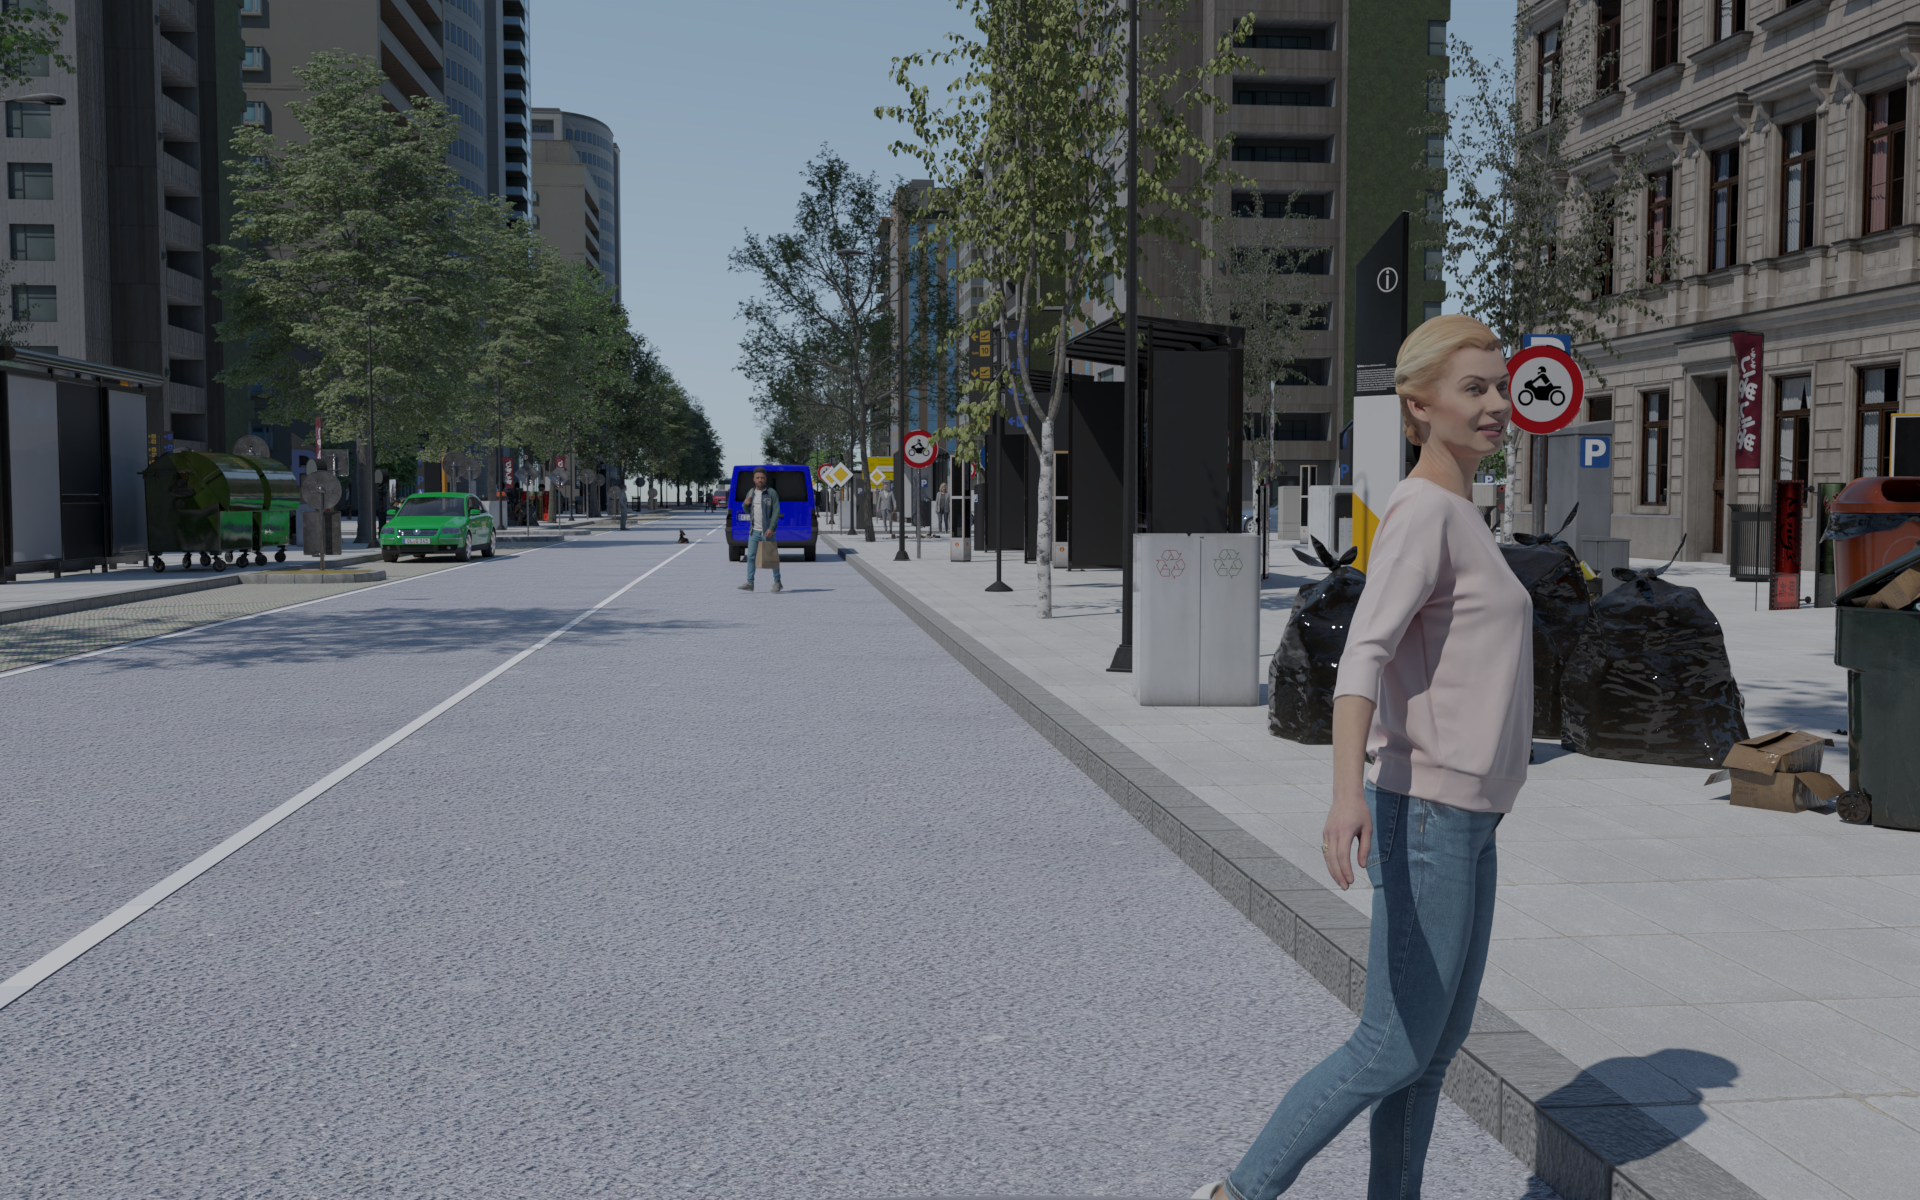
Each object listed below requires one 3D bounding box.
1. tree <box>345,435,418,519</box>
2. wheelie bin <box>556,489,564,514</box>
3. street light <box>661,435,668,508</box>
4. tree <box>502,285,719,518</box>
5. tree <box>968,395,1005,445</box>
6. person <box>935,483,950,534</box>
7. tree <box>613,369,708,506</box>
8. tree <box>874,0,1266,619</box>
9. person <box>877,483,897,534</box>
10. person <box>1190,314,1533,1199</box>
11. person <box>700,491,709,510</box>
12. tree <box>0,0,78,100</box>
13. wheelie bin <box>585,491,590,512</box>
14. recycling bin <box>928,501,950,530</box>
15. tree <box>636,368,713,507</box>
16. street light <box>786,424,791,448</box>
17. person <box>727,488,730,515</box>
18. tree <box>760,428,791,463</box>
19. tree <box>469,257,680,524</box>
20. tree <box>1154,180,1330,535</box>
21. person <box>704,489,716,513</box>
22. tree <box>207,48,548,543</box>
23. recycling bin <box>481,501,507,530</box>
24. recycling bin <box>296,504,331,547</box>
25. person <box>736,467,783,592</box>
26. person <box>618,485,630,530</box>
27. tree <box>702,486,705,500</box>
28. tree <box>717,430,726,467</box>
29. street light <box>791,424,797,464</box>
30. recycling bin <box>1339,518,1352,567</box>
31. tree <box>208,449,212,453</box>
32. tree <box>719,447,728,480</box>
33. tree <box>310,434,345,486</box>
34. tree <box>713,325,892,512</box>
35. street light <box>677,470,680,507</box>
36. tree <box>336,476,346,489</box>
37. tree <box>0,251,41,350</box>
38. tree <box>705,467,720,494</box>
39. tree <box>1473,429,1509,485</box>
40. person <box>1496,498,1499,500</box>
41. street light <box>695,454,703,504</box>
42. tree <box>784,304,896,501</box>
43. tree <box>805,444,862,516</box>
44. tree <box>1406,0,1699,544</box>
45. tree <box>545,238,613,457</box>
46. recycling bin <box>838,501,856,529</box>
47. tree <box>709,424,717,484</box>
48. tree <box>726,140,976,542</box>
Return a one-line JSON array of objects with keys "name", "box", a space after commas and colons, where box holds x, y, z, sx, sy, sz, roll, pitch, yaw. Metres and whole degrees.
[{"name": "tree", "box": [-29.292, -6.476, 89.598, 4.285, 4.588, 4.351, 0, 3, 0]}, {"name": "wheelie bin", "box": [-26.011, -6.349, 111.713, 0.980, 1.594, 0.693, 3, 4, 39]}, {"name": "street light", "box": [-23.978, -10.033, 136.573, 1.470, 5.913, 1.316, 0, 4, -6]}, {"name": "tree", "box": [-20.045, -10.823, 93.959, 9.611, 12.733, 9.660, 0, 3, 0]}, {"name": "tree", "box": [2.601, -9.855, 111.485, 4.360, 8.622, 3.978, 0, 3, 0]}, {"name": "person", "box": [-0.464, -2.975, 57.324, 0.709, 1.800, 0.728, 1, 4, 9]}, {"name": "tree", "box": [-26.155, -14.120, 148.987, 7.486, 12.596, 7.792, 0, 3, 0]}, {"name": "tree", "box": [0.971, -4.127, 17.840, 4.737, 8.622, 4.395, 0, 3, 0]}, {"name": "person", "box": [-2.512, -3.124, 59.698, 0.709, 1.813, 0.853, 0, 4, -3]}, {"name": "person", "box": [0.682, 0.378, 2.985, 0.598, 1.740, 0.731, 1, 4, 13]}, {"name": "person", "box": [-22.959, -9.053, 157.227, 1.217, 1.735, 0.721, 0, 4, 6]}, {"name": "tree", "box": [-11.006, -5.367, 13.511, 9.928, 11.665, 9.643, 0, 3, 0]}, {"name": "wheelie bin", "box": [-26.060, -6.990, 122.197, 0.693, 1.594, 0.980, 0, 4, 1]}, {"name": "recycling bin", "box": [-0.688, -3.047, 62.372, 0.722, 1.027, 0.722, 1, 4, 22]}, {"name": "tree", "box": [-29.228, -15.799, 168.685, 12.009, 13.543, 11.850, 0, 3, 0]}, {"name": "street light", "box": [-10.671, -8.715, 115.026, 1.470, 5.913, 1.316, 0, 4, -6]}, {"name": "person", "box": [-15.201, -6.486, 114.739, 0.583, 1.804, 0.606, -2, 4, -35]}, {"name": "tree", "box": [-23.506, -19.141, 238.702, 9.928, 11.665, 9.643, 0, 3, 0]}, {"name": "tree", "box": [-17.707, -9.154, 75.419, 9.928, 11.665, 9.643, 0, 3, 0]}, {"name": "tree", "box": [6.642, -5.469, 39.776, 4.360, 8.622, 3.978, 0, 3, 0]}, {"name": "person", "box": [-19.141, -7.595, 132.643, 0.822, 1.834, 0.622, 1, 4, 12]}, {"name": "tree", "box": [-15.671, -7.777, 45.280, 7.486, 12.596, 7.792, 0, 3, 0]}, {"name": "recycling bin", "box": [-16.846, -3.057, 62.544, 0.722, 1.027, 0.722, 3, 5, 43]}, {"name": "recycling bin", "box": [-15.863, -1.835, 42.554, 0.722, 1.027, 0.722, -1, 4, -9]}, {"name": "person", "box": [-2.831, -1.010, 24.994, 0.794, 1.824, 0.713, 3, 5, 44]}, {"name": "person", "box": [-13.387, -3.688, 68.901, 0.391, 1.810, 0.635, -1, 4, -19]}, {"name": "tree", "box": [-38.138, -18.827, 258.188, 4.360, 8.622, 3.978, 0, 3, 0]}, {"name": "tree", "box": [-37.420, -20.327, 250.467, 7.486, 12.596, 7.792, 0, 3, 0]}, {"name": "street light", "box": [-8.270, -7.419, 93.839, 1.470, 5.913, 1.316, 0, 4, -6]}, {"name": "recycling bin", "box": [4.338, -0.324, 17.859, 0.722, 1.027, 0.722, 0, 4, -1]}, {"name": "tree", "box": [-31.650, -4.819, 73.391, 1.663, 3.219, 1.824, 0, 3, 0]}, {"name": "tree", "box": [-33.090, -18.011, 211.490, 9.611, 12.733, 9.660, 0, 3, 0]}, {"name": "tree", "box": [-34.817, -6.835, 95.460, 4.285, 4.588, 4.351, 0, 3, 0]}, {"name": "tree", "box": [-9.616, -13.004, 122.978, 12.009, 13.543, 11.850, 0, 3, 0]}, {"name": "street light", "box": [-26.117, -11.306, 157.388, 1.470, 5.913, 1.316, 0, 4, -6]}, {"name": "tree", "box": [-33.223, -5.920, 91.390, 1.663, 3.219, 1.824, 0, 3, 0]}, {"name": "tree", "box": [-24.580, -5.580, 41.591, 4.360, 8.622, 3.978, 0, 3, 0]}, {"name": "tree", "box": [-39.536, -19.625, 271.227, 4.737, 8.622, 4.395, 0, 3, 0]}, {"name": "tree", "box": [22.635, -5.604, 75.336, 4.285, 4.588, 4.351, 0, 3, 0]}, {"name": "person", "box": [19.037, -3.277, 62.248, 0.590, 1.801, 0.661, 1, 4, 15]}, {"name": "street light", "box": [-30.652, -13.843, 198.876, 1.470, 5.913, 1.316, 0, 4, -6]}, {"name": "tree", "box": [-4.599, -7.075, 66.047, 4.360, 8.622, 3.978, 0, 3, 0]}, {"name": "tree", "box": [-7.596, -7.353, 103.938, 4.285, 4.588, 4.351, 0, 3, 0]}, {"name": "tree", "box": [8.508, -4.626, 25.996, 4.360, 8.622, 3.978, 0, 3, 0]}, {"name": "tree", "box": [-17.526, -9.053, 66.138, 7.486, 12.596, 7.792, 0, 3, 0]}, {"name": "recycling bin", "box": [-4.116, -3.162, 64.246, 0.722, 1.027, 0.722, -1, 4, -12]}, {"name": "tree", "box": [-31.865, -16.824, 193.192, 7.486, 12.596, 7.792, 0, 3, 0]}, {"name": "tree", "box": [-2.751, -6.846, 46.337, 7.601, 10.594, 8.767, 0, 4, 3]}]
